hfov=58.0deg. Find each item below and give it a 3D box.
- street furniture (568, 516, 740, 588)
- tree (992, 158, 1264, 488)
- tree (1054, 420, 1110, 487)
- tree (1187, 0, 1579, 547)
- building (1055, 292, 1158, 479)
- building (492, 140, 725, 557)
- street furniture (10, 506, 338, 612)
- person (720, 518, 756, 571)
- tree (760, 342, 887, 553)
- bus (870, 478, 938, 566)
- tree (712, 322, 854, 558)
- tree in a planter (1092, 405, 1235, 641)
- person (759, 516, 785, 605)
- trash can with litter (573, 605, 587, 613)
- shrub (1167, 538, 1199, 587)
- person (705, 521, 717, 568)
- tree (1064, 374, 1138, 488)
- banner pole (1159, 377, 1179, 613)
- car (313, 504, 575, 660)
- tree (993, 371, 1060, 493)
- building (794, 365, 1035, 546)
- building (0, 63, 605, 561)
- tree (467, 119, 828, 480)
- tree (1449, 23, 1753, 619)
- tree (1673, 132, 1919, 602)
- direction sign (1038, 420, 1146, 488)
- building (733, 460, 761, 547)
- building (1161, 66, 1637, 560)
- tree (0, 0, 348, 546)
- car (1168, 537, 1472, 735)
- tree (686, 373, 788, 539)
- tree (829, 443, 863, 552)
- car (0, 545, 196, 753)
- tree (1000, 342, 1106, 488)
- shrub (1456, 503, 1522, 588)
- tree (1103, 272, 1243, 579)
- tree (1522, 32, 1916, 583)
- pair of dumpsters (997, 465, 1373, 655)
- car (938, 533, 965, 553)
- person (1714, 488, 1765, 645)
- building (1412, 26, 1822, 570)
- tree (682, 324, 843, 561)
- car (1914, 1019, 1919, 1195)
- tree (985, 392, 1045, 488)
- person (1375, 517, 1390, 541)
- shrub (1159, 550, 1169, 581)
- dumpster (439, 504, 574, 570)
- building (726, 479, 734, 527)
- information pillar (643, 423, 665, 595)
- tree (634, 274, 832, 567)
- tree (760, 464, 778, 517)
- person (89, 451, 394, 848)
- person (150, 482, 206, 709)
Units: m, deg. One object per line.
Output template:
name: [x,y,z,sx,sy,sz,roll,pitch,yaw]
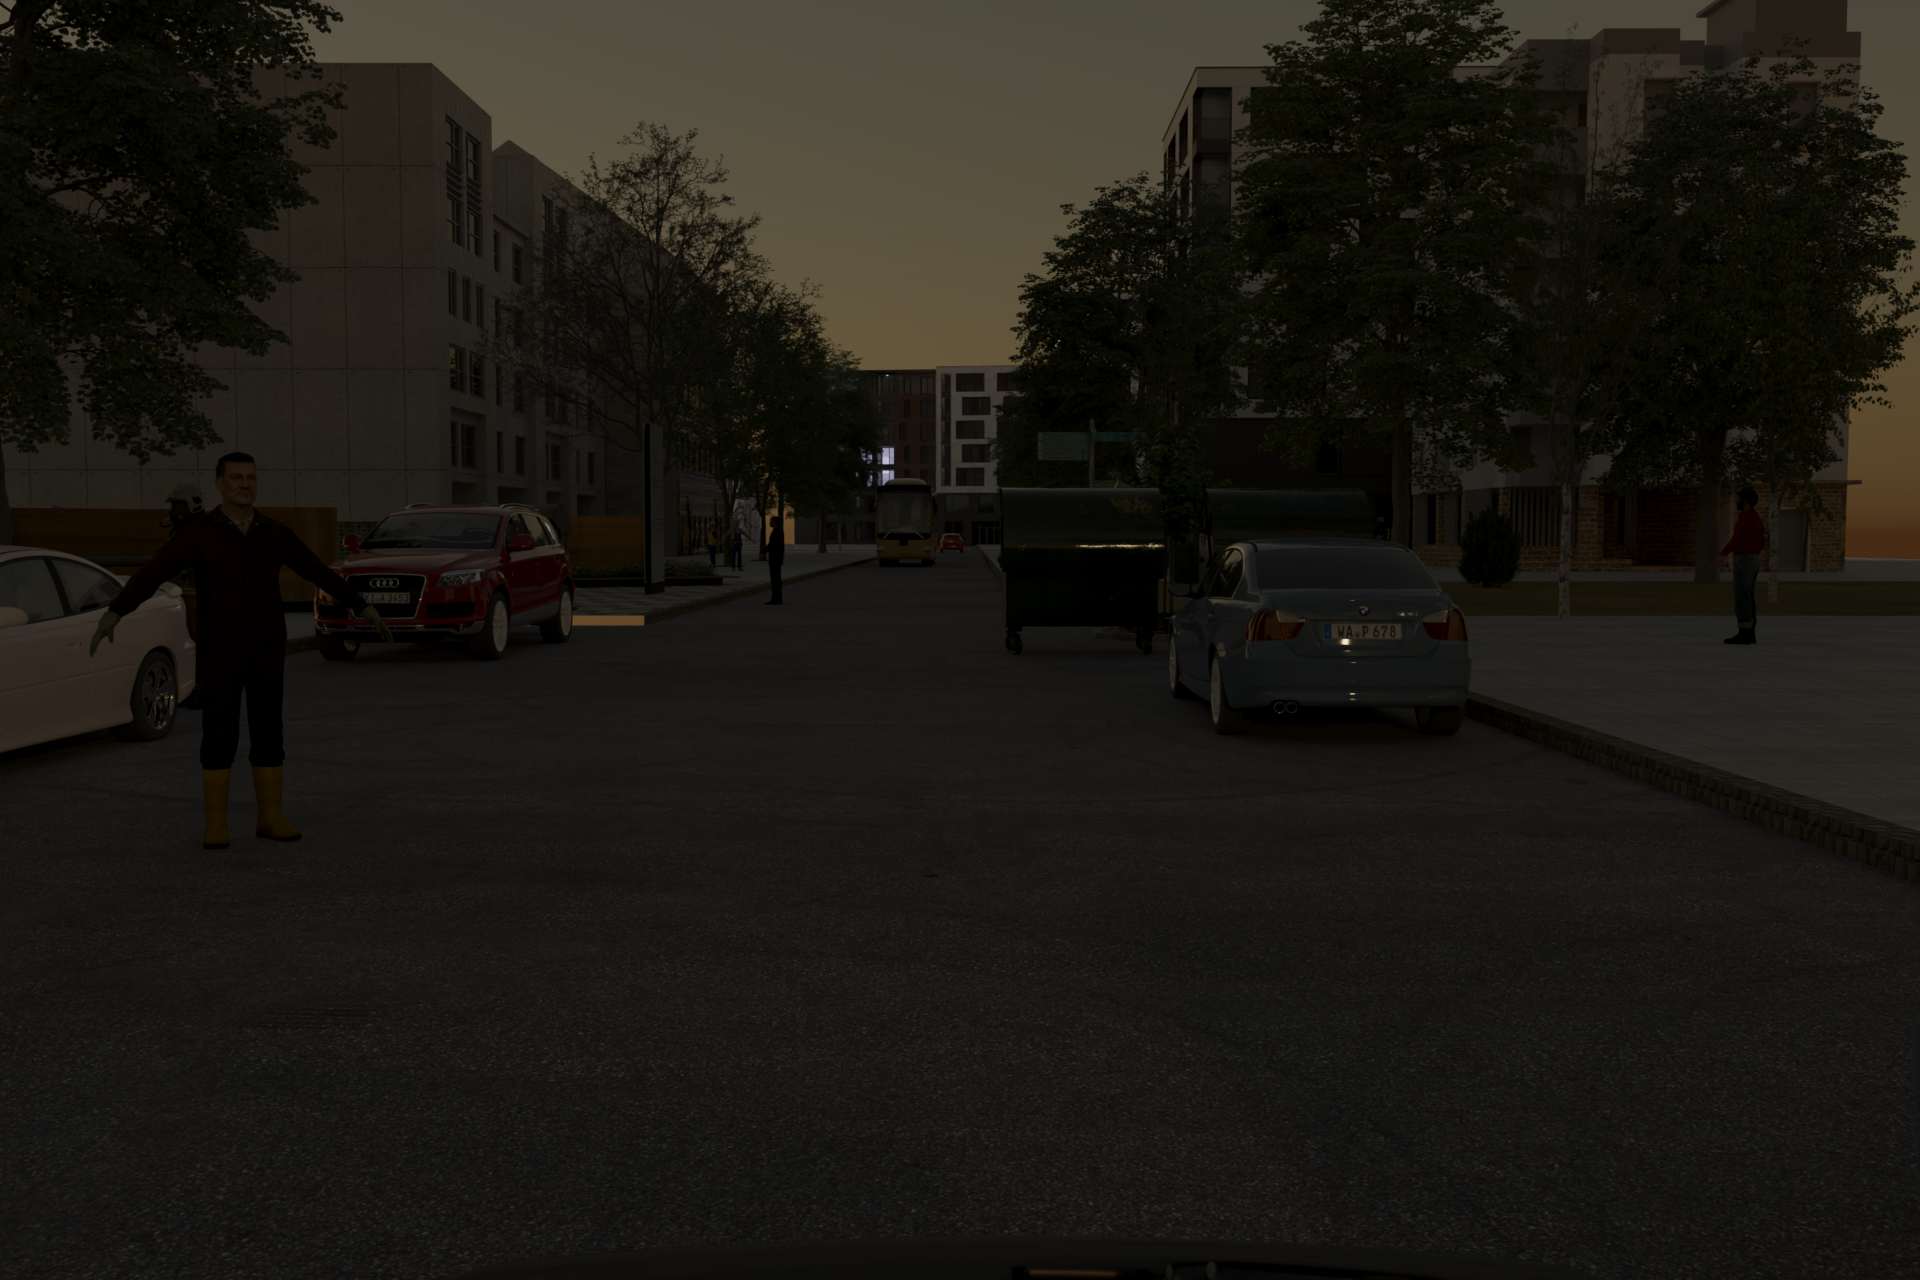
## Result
street furniture: [-9.294,-2.252,43.677,11.010,1.723,9.812,-2,4,-32]
tree: [5.658,-9.377,59.969,9.857,13.997,8.962,0,3,0]
tree: [6.612,-8.681,92.300,4.737,8.622,4.395,0,3,0]
tree: [8.133,-7.040,33.234,7.486,12.596,7.792,0,3,0]
building: [22.485,-19.477,162.431,27.936,21.610,32.646,0,3,0]
building: [-25.000,-16.830,106.094,19.493,23.208,18.063,0,4,1]
street furniture: [-13.461,-1.452,30.593,9.812,1.723,11.010,-3,5,-43]
person: [-7.743,-3.320,60.141,1.347,1.847,0.705,-2,4,-34]
tree: [-9.324,-12.852,116.783,9.857,13.997,8.962,0,3,0]
bus: [-2.389,-5.414,80.060,2.896,3.916,12.252,0,4,0]
tree: [-9.454,-10.603,91.493,7.486,12.596,7.792,0,3,0]
tree in a planter: [2.861,-1.642,24.072,1.991,3.239,1.994,0,4,1]
person: [-3.783,-1.625,35.252,0.704,1.802,1.346,1,4,11]
trash can with litter: [-6.885,-1.094,28.938,1.678,1.210,2.233,0,4,1]
shrub: [5.538,-1.903,42.233,1.383,1.207,1.383,0,3,0]
person: [-9.479,-3.625,65.731,0.721,1.772,1.216,-2,4,-23]
tree: [6.046,-7.506,73.081,4.360,8.622,3.978,0,3,0]
banner pole: [3.391,-2.288,27.420,0.401,3.779,0.863,0,4,-1]
car: [-6.209,-0.776,21.358,2.281,1.827,5.304,0,4,1]
tree: [5.866,-12.127,116.407,7.486,12.596,7.792,0,3,0]
building: [-3.066,-23.065,223.546,32.646,21.610,27.936,1,4,8]
building: [-28.221,-13.127,81.077,16.747,18.905,31.486,0,4,0]
tree: [-9.061,-8.590,50.810,12.009,13.543,11.850,0,3,0]
tree: [8.911,-4.625,25.982,4.360,8.622,3.978,0,3,0]
tree: [15.483,-5.005,32.202,4.737,8.622,4.395,0,3,0]
direction sign: [3.073,-3.131,39.953,2.525,3.948,1.411,0,4,1]
building: [-25.854,-14.924,186.155,9.099,9.664,28.070,0,4,0]
building: [24.443,-15.185,92.250,27.936,21.610,32.646,0,4,1]
tree: [-12.848,-7.083,22.456,9.857,13.997,8.962,0,3,0]
car: [2.699,-0.100,13.632,2.014,1.417,4.499,0,4,1]
tree: [-9.931,-7.540,73.649,4.360,8.622,3.978,0,3,0]
tree: [-8.884,-10.778,126.583,4.737,8.622,4.395,0,3,0]
car: [-6.486,0.103,10.686,2.083,1.381,4.827,0,4,1]
tree: [6.235,-11.259,102.217,7.486,12.596,7.792,0,3,0]
shrub: [12.732,-2.278,41.663,1.690,2.028,1.600,0,3,0]
tree: [5.726,-6.046,49.212,4.360,8.622,3.978,0,3,0]
tree: [19.697,-8.489,45.455,9.857,13.997,8.962,0,3,0]
pair of dumpsters: [2.662,-0.981,20.998,4.436,2.255,1.574,0,4,-1]
car: [-0.655,-7.603,133.343,2.155,1.783,4.494,0,4,-1]
person: [9.142,-0.863,20.225,0.704,1.816,1.345,3,5,41]
building: [24.073,-13.118,70.907,16.016,20.090,11.380,0,4,0]
tree: [-9.369,-9.531,81.591,9.928,11.665,9.643,0,3,0]
car: [2.609,0.657,1.268,2.014,1.417,4.499,0,4,0]
tree: [6.691,-13.844,133.004,9.857,13.997,8.962,0,3,0]
person: [14.205,-3.231,58.607,0.705,1.856,1.354,2,4,23]
shrub: [5.145,-2.153,46.323,1.383,1.207,1.383,0,3,0]
dumpster: [-6.619,-1.027,25.007,1.865,1.857,1.264,0,4,0]
building: [-27.352,-18.382,156.966,16.016,20.090,11.380,0,4,1]
information pillar: [-6.616,-2.821,37.437,0.184,3.620,1.656,0,4,-1]
tree: [-8.983,-8.675,67.591,9.928,11.665,9.643,0,3,0]
tree: [-26.172,-17.360,218.249,7.601,10.594,8.767,0,4,-2]
person: [-3.320,0.035,8.029,1.346,1.812,0.704,-3,5,-39]
person: [-6.352,-0.368,14.241,1.354,1.858,0.705,2,4,29]
